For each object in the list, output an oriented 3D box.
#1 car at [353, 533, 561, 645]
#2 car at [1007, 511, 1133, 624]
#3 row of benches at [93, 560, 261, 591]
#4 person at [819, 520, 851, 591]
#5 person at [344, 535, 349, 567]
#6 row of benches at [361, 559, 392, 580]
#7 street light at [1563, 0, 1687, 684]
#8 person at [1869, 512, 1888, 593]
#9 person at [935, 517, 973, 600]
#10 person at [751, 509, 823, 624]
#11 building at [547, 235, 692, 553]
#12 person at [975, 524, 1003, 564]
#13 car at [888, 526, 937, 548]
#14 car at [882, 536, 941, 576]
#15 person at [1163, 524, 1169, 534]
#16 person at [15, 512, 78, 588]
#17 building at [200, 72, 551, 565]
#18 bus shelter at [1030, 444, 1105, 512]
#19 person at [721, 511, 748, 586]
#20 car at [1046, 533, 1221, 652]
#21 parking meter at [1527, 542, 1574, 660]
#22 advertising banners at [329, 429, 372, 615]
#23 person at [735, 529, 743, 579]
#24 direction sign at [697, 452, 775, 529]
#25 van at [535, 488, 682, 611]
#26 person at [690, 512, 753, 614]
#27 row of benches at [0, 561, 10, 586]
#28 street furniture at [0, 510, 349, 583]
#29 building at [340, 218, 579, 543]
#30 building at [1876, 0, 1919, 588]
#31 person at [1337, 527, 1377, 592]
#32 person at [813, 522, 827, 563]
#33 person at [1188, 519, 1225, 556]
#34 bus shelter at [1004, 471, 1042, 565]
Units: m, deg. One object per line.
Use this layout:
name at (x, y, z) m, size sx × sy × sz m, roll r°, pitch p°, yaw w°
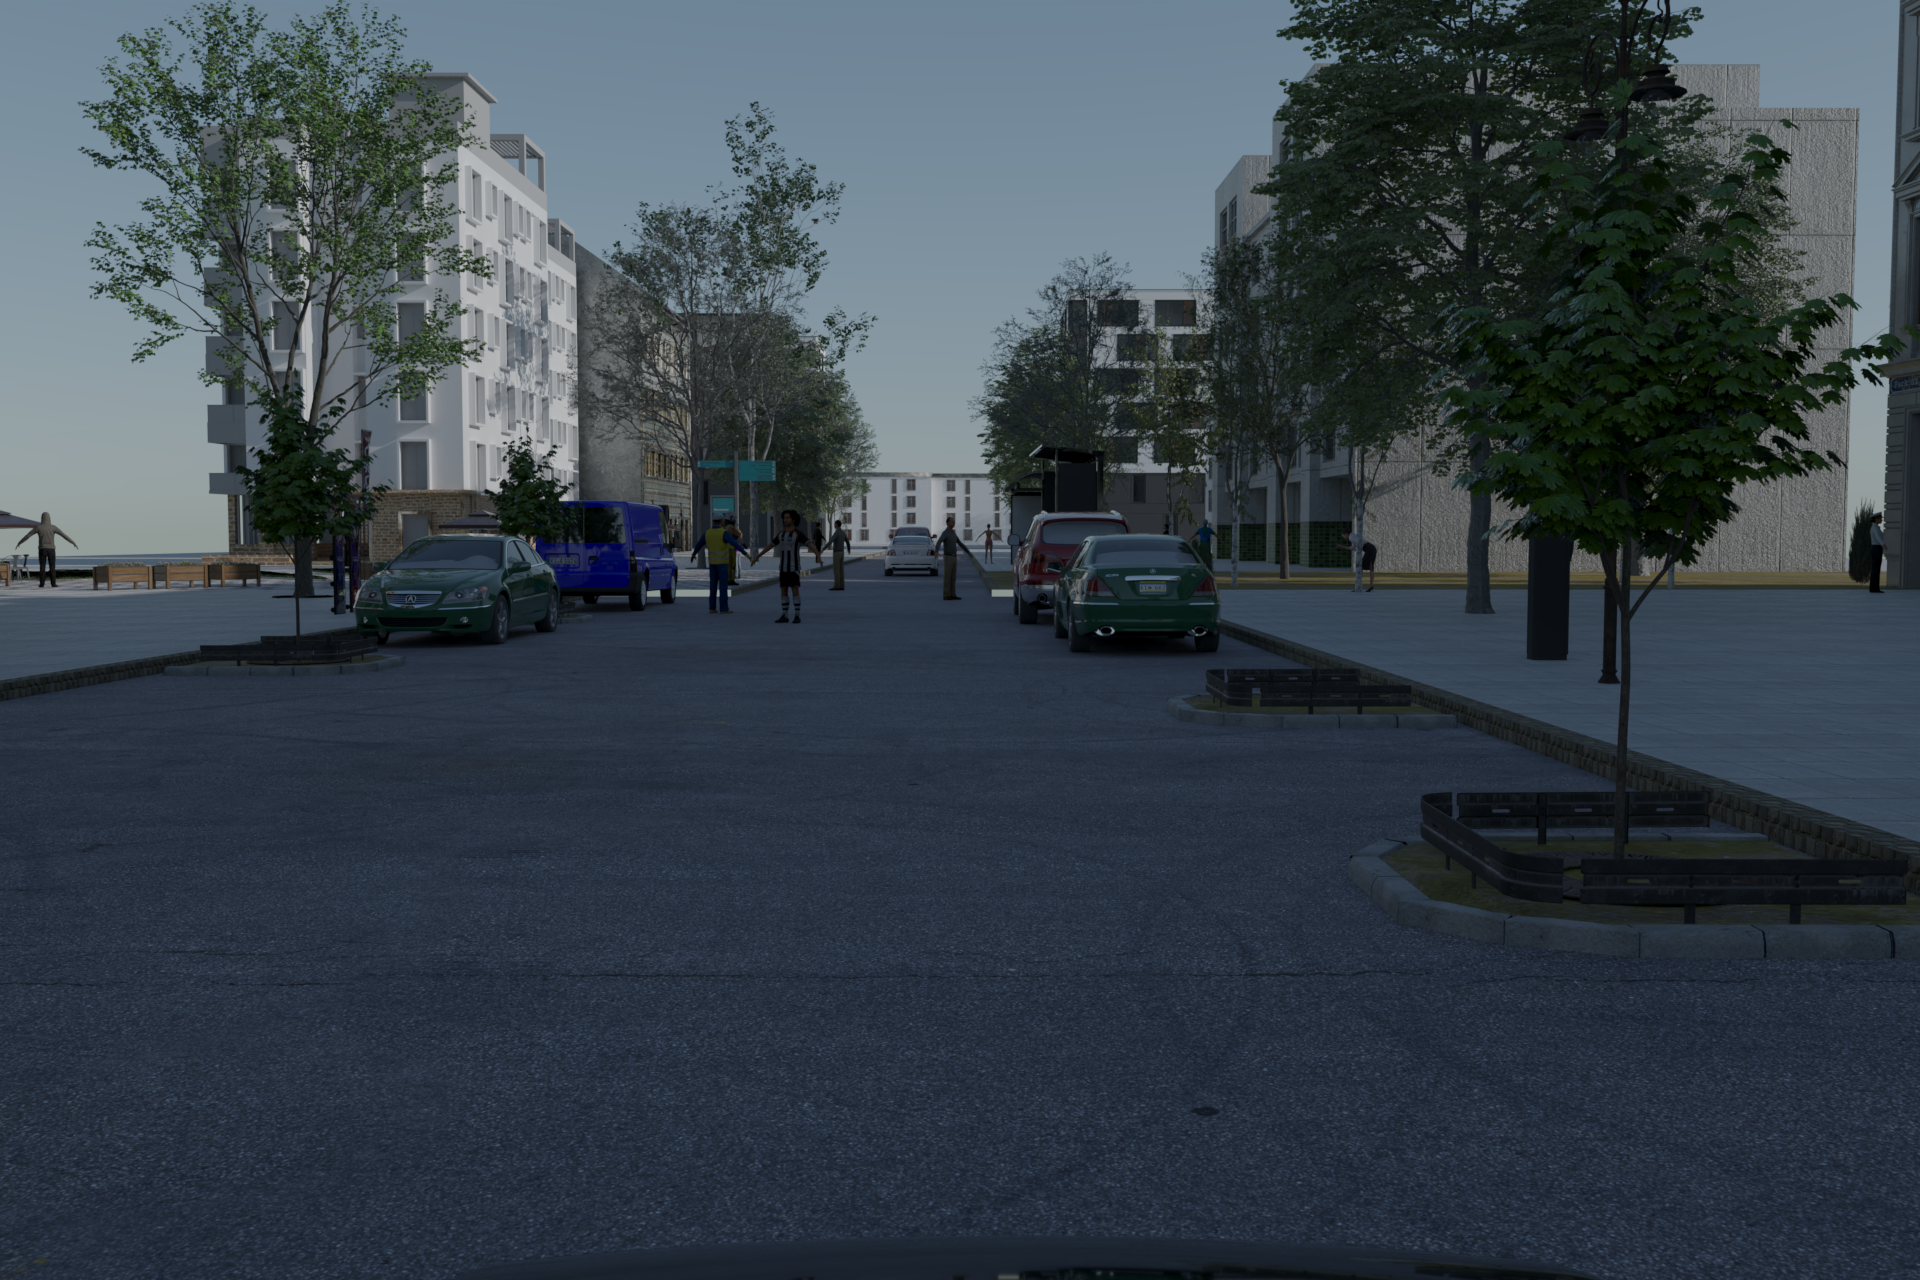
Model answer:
car at (-6.844, -0.744, 23.970) m, size 2.131 × 1.459 × 4.920 m, roll 0°, pitch 4°, yaw 0°
car at (1.948, -1.252, 29.137) m, size 2.281 × 1.827 × 5.304 m, roll 0°, pitch 4°, yaw 0°
row of benches at (-18.493, -1.554, 40.866) m, size 1.422 × 0.672 × 4.104 m, roll 2°, pitch 4°, yaw 32°
person at (-3.112, -2.156, 43.977) m, size 0.705 × 1.796 × 1.348 m, roll 2°, pitch 4°, yaw 29°
person at (-24.041, -3.801, 68.081) m, size 0.705 × 1.837 × 1.347 m, roll 0°, pitch 4°, yaw 1°
row of benches at (-13.220, -1.701, 43.269) m, size 1.422 × 0.672 × 4.104 m, roll 3°, pitch 4°, yaw 36°
street light at (5.588, -2.565, 14.732) m, size 0.468 × 5.910 × 1.993 m, roll 0°, pitch 3°, yaw 0°
person at (20.090, -1.917, 37.800) m, size 0.721 × 1.778 × 1.216 m, roll 1°, pitch 4°, yaw 21°
person at (-0.189, -1.766, 37.611) m, size 0.705 × 1.796 × 1.348 m, roll 2°, pitch 4°, yaw 35°
person at (-2.750, -1.178, 27.865) m, size 1.345 × 1.843 × 0.704 m, roll 2°, pitch 4°, yaw 26°
building at (-29.149, -17.556, 117.977) m, size 19.493 × 23.208 × 18.063 m, roll 0°, pitch 4°, yaw 1°
person at (1.256, -4.155, 74.740) m, size 1.217 × 1.733 × 0.721 m, roll 1°, pitch 4°, yaw 11°
car at (-2.215, -4.463, 81.643) m, size 2.281 × 1.827 × 5.304 m, roll 0°, pitch 4°, yaw -1°
car at (-1.688, -2.934, 60.330) m, size 2.083 × 1.381 × 4.827 m, roll 0°, pitch 4°, yaw -1°
person at (9.321, -4.429, 79.132) m, size 0.721 × 1.740 × 1.216 m, roll 1°, pitch 4°, yaw 9°
person at (-21.925, -2.169, 41.585) m, size 1.348 × 1.813 × 0.705 m, roll -2°, pitch 4°, yaw -25°
building at (-25.137, -13.215, 72.488) m, size 16.016 × 20.090 × 11.380 m, roll 0°, pitch 4°, yaw 0°
bus shelter at (2.966, -3.496, 48.444) m, size 1.731 × 3.624 × 6.357 m, roll 0°, pitch 4°, yaw -1°
person at (-5.692, -2.282, 43.078) m, size 0.705 × 1.858 × 1.354 m, roll -2°, pitch 4°, yaw -34°
car at (2.221, -0.651, 22.445) m, size 2.131 × 1.459 × 4.920 m, roll 0°, pitch 4°, yaw -1°
parking meter at (6.016, -0.730, 17.646) m, size 0.399 × 1.863 × 0.255 m, roll 0°, pitch 4°, yaw 0°
advertising banners at (-9.952, -1.970, 28.404) m, size 0.090 × 3.025 × 2.074 m, roll 0°, pitch 4°, yaw -1°
person at (-6.416, -2.456, 49.426) m, size 0.599 × 1.433 × 0.991 m, roll 2°, pitch 4°, yaw 24°
direction sign at (-7.238, -4.156, 56.719) m, size 2.525 × 3.948 × 1.411 m, roll 0°, pitch 4°, yaw 0°
van at (-6.817, -1.807, 33.921) m, size 2.240 × 2.365 × 5.245 m, roll 0°, pitch 4°, yaw 0°
person at (-4.349, -1.400, 31.323) m, size 1.349 × 1.833 × 0.705 m, roll 2°, pitch 4°, yaw 26°
row of benches at (-25.336, -1.625, 42.027) m, size 4.104 × 0.672 × 1.422 m, roll 0°, pitch 4°, yaw -3°
street furniture at (-30.862, -2.814, 51.039) m, size 27.439 × 1.986 × 14.083 m, roll 0°, pitch 4°, yaw -8°
building at (-28.599, -14.541, 94.170) m, size 16.016 × 20.090 × 11.380 m, roll 0°, pitch 4°, yaw 0°
building at (27.372, -11.944, 31.441) m, size 11.583 × 22.565 × 21.152 m, roll 0°, pitch 4°, yaw 0°
person at (8.811, -1.783, 38.379) m, size 0.799 × 1.438 × 0.628 m, roll 0°, pitch 4°, yaw -5°
person at (-6.291, -4.350, 77.316) m, size 0.705 × 1.806 × 1.347 m, roll -2°, pitch 4°, yaw -27°
person at (8.785, -3.418, 62.012) m, size 1.347 × 1.817 × 0.704 m, roll 1°, pitch 4°, yaw 15°
bus shelter at (2.584, -3.942, 58.375) m, size 2.014 × 3.302 × 5.546 m, roll 0°, pitch 4°, yaw 0°
